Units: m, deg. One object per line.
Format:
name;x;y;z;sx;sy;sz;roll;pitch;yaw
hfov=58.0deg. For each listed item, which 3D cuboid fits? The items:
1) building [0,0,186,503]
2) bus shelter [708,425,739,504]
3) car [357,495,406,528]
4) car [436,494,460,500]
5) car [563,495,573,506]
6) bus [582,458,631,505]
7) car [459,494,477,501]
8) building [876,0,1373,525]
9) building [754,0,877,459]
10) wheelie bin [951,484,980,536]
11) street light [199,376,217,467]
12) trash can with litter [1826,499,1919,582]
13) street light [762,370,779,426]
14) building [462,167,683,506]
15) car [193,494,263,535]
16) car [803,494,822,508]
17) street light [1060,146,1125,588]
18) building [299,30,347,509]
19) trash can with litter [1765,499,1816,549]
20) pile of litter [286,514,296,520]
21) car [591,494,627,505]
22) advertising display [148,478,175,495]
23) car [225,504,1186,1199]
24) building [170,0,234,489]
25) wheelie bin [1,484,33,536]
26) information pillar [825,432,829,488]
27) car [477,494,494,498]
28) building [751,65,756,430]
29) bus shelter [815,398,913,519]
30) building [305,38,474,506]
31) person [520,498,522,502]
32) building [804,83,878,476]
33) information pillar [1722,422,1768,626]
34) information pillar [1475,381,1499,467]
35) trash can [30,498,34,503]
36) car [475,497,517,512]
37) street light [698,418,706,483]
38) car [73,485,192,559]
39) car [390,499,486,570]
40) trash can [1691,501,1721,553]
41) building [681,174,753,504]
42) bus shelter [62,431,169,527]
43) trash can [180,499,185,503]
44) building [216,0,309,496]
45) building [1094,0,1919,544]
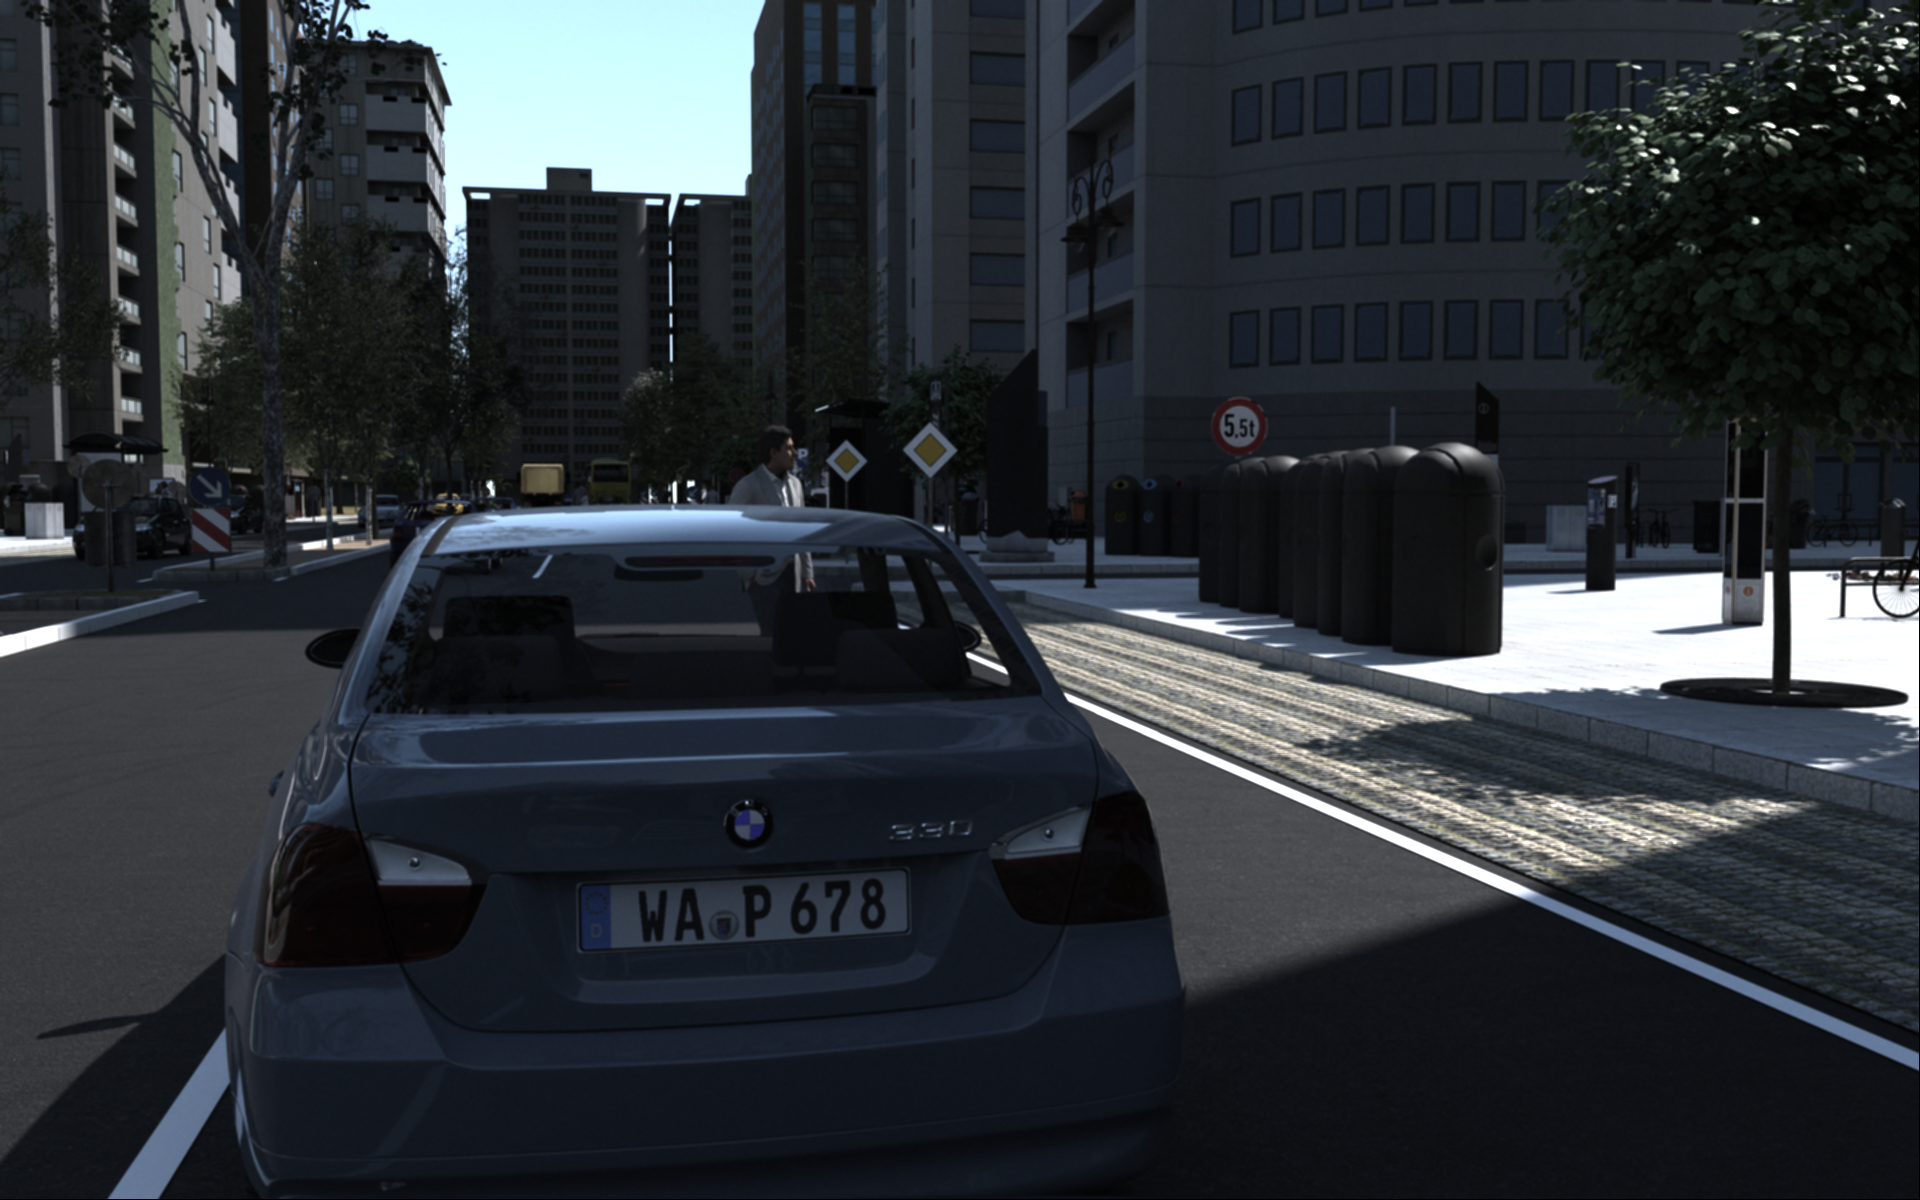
building;-48.657;-24.696;87.380;14.154;41.232;14.086;-1;4;-12
bus shelter;-13.177;-7.418;98.910;2.179;5.291;8.768;-1;4;-12
car;-24.951;-3.843;74.839;2.014;1.417;4.499;-1;4;-14
car;-32.630;-6.122;110.325;2.015;1.641;3.980;-1;4;-12
car;-39.938;-10.057;177.018;1.945;1.354;3.894;-1;4;-11
bus;-24.124;-7.753;118.306;2.896;3.916;12.252;-1;4;-14
car;-39.908;-7.855;140.229;2.131;1.459;4.920;-1;4;-13
building;6.074;-33.704;93.058;21.231;58.520;28.212;-1;4;-12
building;-10.626;-30.818;153.978;14.600;45.320;14.200;-1;4;-12
wheelie bin;0.172;-2.784;53.419;0.980;1.594;0.693;3;5;41
street light;-29.544;-5.834;68.168;0.468;5.910;1.993;-1;4;-12
trash can with litter;13.851;-0.909;25.924;1.678;1.210;2.233;0;4;-1
street light;-7.072;-5.624;64.736;0.468;5.910;1.993;-1;4;-12
building;-46.903;-31.617;208.823;23.993;40.220;32.217;-1;4;-12
car;-25.888;-3.145;61.211;2.009;1.686;4.222;-1;4;-10
car;-3.987;-1.838;39.840;2.009;1.686;4.222;-1;4;-11
street light;1.778;-3.102;23.503;0.468;5.910;1.993;-1;4;-12
building;-70.817;-30.417;151.937;28.867;44.769;22.147;-1;4;-12
trash can with litter;19.337;-1.776;40.428;1.055;1.170;0.624;-1;4;-12
pile of litter;-33.645;-4.429;86.378;1.176;0.858;1.719;0;4;7
car;-19.353;-5.248;95.591;2.009;1.686;4.222;-1;4;-13
advertising display;-31.536;-3.869;68.469;0.974;1.923;0.123;-1;4;-14
car;-0.803;0.442;4.768;2.014;1.417;4.499;-1;4;-13
building;-62.028;-31.809;109.320;28.713;52.752;27.495;-1;4;-12
wheelie bin;-28.966;-2.775;53.283;0.693;1.594;0.980;0;4;-2
information pillar;-4.813;-4.476;64.539;0.504;3.616;0.183;1;4;15
car;-44.659;-9.260;163.192;2.131;1.459;4.920;-1;4;-12
building;-13.301;-29.636;168.144;14.154;41.232;14.086;-1;4;-12
bus shelter;-2.543;-3.321;45.581;1.731;3.624;6.357;-1;4;-12
building;-71.730;-37.443;201.438;27.495;52.752;28.713;-1;4;-12
person;-30.020;-6.846;120.561;1.348;1.807;0.705;1;4;12
building;-4.566;-21.715;126.748;14.160;30.474;14.107;-1;4;-12
information pillar;7.687;-0.762;16.957;0.304;2.012;0.304;0;4;5
information pillar;10.945;-2.735;36.064;0.504;3.616;0.183;0;4;-5
trash can;-33.075;-3.023;61.083;0.748;1.137;0.748;0;3;0
car;-14.763;-2.591;54.943;1.945;1.354;3.894;-1;4;-14
street light;-15.740;-8.108;105.357;0.468;5.910;1.993;-1;4;-12
car;-18.732;-1.807;39.327;2.009;1.686;4.222;-1;4;-10
car;-9.535;-1.206;32.304;1.945;1.354;3.894;-1;4;-10
trash can;16.270;-1.589;37.635;0.748;1.137;0.748;0;3;0
building;-23.325;-31.890;213.289;23.993;40.220;32.217;-1;4;-12
bus shelter;-28.484;-3.959;58.657;2.014;3.302;5.546;-1;4;-12
trash can;-37.413;-4.356;82.871;0.748;1.137;0.748;0;3;0
building;-58.455;-29.466;131.886;14.600;45.320;14.200;-1;4;-12
building;17.812;-31.274;53.336;28.212;58.520;21.231;-1;4;-12
